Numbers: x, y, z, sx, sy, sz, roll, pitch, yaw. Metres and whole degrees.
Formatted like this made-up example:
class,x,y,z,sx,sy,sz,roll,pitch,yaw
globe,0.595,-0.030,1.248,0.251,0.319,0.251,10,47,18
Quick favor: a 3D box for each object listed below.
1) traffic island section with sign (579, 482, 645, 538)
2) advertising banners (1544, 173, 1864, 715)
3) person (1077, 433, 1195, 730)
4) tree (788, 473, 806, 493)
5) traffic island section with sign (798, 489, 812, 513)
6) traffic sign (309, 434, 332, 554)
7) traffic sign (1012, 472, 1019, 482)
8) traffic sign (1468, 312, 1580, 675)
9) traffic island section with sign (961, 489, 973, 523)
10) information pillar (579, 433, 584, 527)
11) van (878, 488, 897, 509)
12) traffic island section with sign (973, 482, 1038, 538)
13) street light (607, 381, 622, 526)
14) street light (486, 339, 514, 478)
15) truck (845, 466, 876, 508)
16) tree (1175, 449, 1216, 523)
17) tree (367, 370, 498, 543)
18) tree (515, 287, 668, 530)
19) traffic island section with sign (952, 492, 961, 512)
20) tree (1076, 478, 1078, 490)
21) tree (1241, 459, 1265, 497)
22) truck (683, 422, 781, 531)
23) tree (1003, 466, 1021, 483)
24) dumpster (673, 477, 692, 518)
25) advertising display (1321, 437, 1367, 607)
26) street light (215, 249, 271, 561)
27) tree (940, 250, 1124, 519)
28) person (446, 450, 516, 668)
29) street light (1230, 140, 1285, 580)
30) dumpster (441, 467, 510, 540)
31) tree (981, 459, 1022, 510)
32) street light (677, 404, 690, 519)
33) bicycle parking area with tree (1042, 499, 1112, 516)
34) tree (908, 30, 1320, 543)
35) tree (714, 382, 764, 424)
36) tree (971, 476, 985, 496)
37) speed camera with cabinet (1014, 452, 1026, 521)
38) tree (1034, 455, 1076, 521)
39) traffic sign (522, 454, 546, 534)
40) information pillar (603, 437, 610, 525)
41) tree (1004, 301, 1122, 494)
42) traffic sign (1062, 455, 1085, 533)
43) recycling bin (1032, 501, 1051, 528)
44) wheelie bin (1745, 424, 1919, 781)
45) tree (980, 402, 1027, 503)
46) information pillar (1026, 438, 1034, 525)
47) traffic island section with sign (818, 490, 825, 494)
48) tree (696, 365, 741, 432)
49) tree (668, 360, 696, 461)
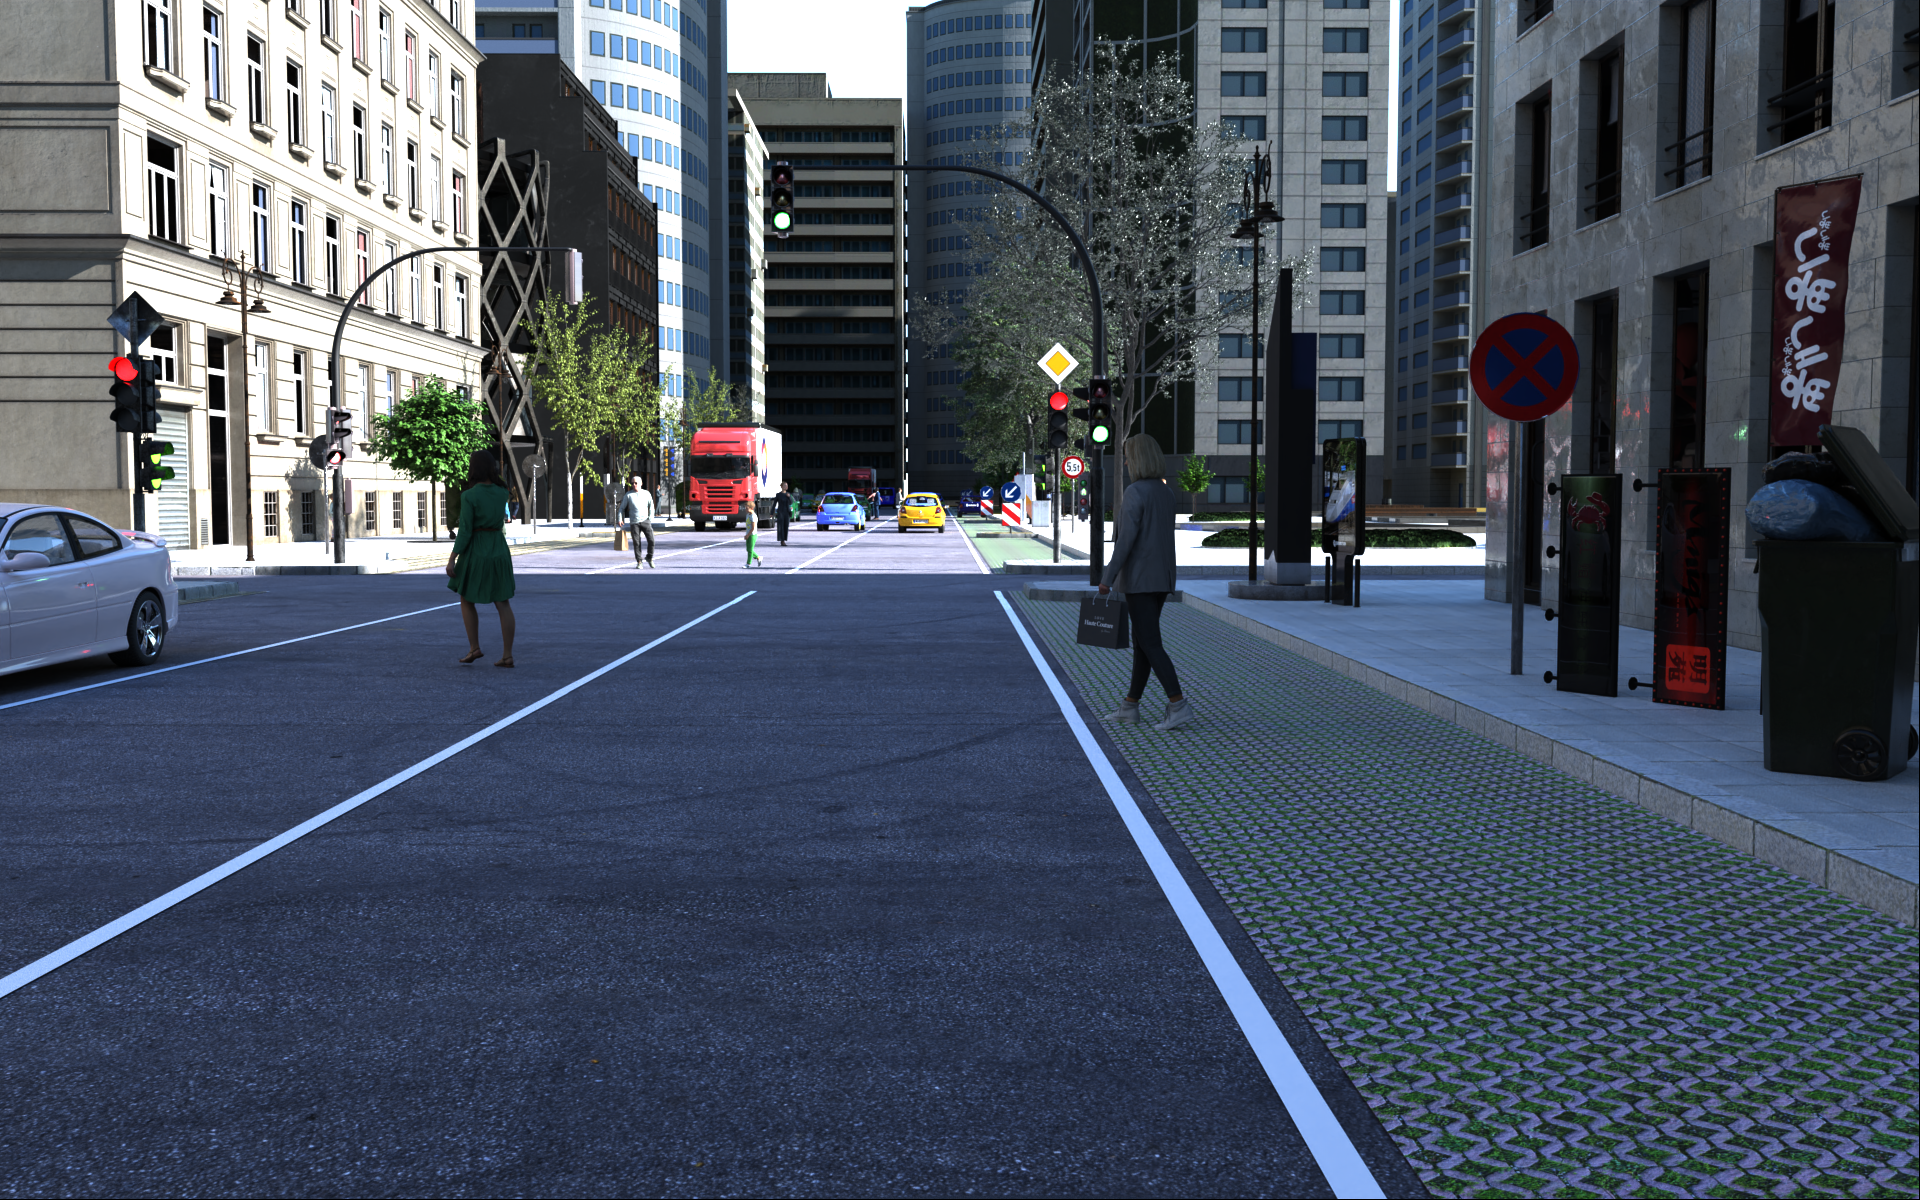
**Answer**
class,x,y,z,sx,sy,sz,roll,pitch,yaw
traffic island section with sign,-11.499,-2.993,57.568,1.989,1.847,2.006,0,4,-1
advertising banners,4.389,-0.870,10.407,0.090,3.025,2.074,-2,4,-30
person,1.102,-0.115,10.571,0.728,1.800,0.709,3,5,41
tree,-15.076,-9.999,158.087,1.663,3.219,1.824,0,3,0
traffic island section with sign,-12.445,-7.659,133.847,1.989,1.847,2.006,0,4,-1
traffic sign,-13.521,-2.253,36.945,0.768,2.556,0.104,0,4,5
traffic sign,3.374,-6.201,101.397,0.884,2.594,0.081,0,4,8
traffic sign,3.962,-0.743,12.250,0.768,2.556,0.104,0,4,4
traffic island section with sign,1.189,-4.683,85.202,1.989,1.847,2.006,0,4,-1
information pillar,-14.598,-4.611,66.745,0.183,3.616,0.504,-1,4,-15
van,-7.063,-9.893,166.131,2.240,2.365,5.245,0,3,0
traffic island section with sign,1.535,-2.949,56.847,1.989,1.847,2.006,0,4,-1
street light,-13.995,-5.947,70.025,0.468,5.910,1.993,0,4,-1
street light,-13.728,-4.833,51.801,0.468,5.910,1.993,0,4,-1
truck,-10.086,-11.571,178.095,2.839,4.237,11.283,0,4,0
tree,9.999,-4.893,74.599,1.663,3.219,1.824,0,3,0
tree,-13.918,-3.813,46.056,4.285,4.588,4.351,0,3,0
tree,-13.850,-6.846,62.296,4.737,8.622,4.395,0,3,0
traffic island section with sign,0.582,-7.702,134.559,1.989,1.847,2.006,0,4,-1
tree,4.974,-5.463,83.919,1.663,3.219,1.824,0,3,0
tree,14.702,-5.613,86.377,1.663,3.219,1.824,0,3,0
truck,-9.007,-4.954,69.907,2.839,4.237,11.283,0,3,0
tree,3.813,-7.705,120.570,1.663,3.219,1.824,0,3,0
dumpster,-14.333,-5.459,91.748,1.502,2.255,1.985,0,4,-1
advertising display,4.427,-0.905,20.009,0.123,1.923,0.974,-1,4,-11
street light,-13.572,-3.679,32.944,0.468,5.910,1.993,0,4,-1
tree,3.872,-11.262,90.785,9.857,13.997,8.962,0,3,0
person,-3.933,-0.342,14.346,0.529,1.795,0.600,2,4,30
street light,3.939,-3.079,23.133,0.468,5.910,1.993,0,4,-1
dumpster,-13.818,-2.867,49.377,1.502,2.255,1.985,0,4,-1
tree,3.414,-9.608,140.806,4.285,4.588,4.351,0,3,0
street light,-14.215,-7.117,89.145,0.468,5.910,1.993,0,4,-1
bicycle parking area with tree,8.470,-7.136,103.679,9.016,4.147,8.231,1,4,19
tree,4.241,-8.275,45.670,12.009,13.543,11.850,0,3,0
tree,-14.755,-9.993,113.746,4.360,8.622,3.978,0,3,0
tree,2.068,-11.434,181.552,1.663,3.219,1.824,0,3,0
speed camera with cabinet,2.878,-5.426,83.055,0.660,3.252,2.038,0,4,3
tree,4.083,-5.129,78.465,1.663,3.219,1.824,0,3,0
traffic sign,-13.622,-3.383,55.411,0.768,2.556,0.104,0,4,2
information pillar,-14.536,-4.887,71.256,0.183,3.616,0.504,-2,4,-31
tree,3.878,-7.096,66.389,4.360,8.622,3.978,0,3,0
traffic sign,3.729,-3.490,57.159,0.768,2.556,0.104,0,4,1
recycling bin,3.130,-3.317,66.781,0.722,1.027,0.722,0,4,3
wheelie bin,4.051,-0.006,8.014,0.693,1.594,0.980,3,5,40
tree,3.245,-10.791,126.787,4.737,8.622,4.395,0,3,0
information pillar,2.955,-4.992,72.968,0.183,3.616,0.504,-3,4,-36
traffic island section with sign,-12.772,-9.311,160.854,1.989,1.847,2.006,0,4,-1
tree,-14.624,-9.036,98.104,4.737,8.622,4.395,0,3,0
tree,-14.420,-7.625,75.034,4.737,8.622,4.395,0,3,0
